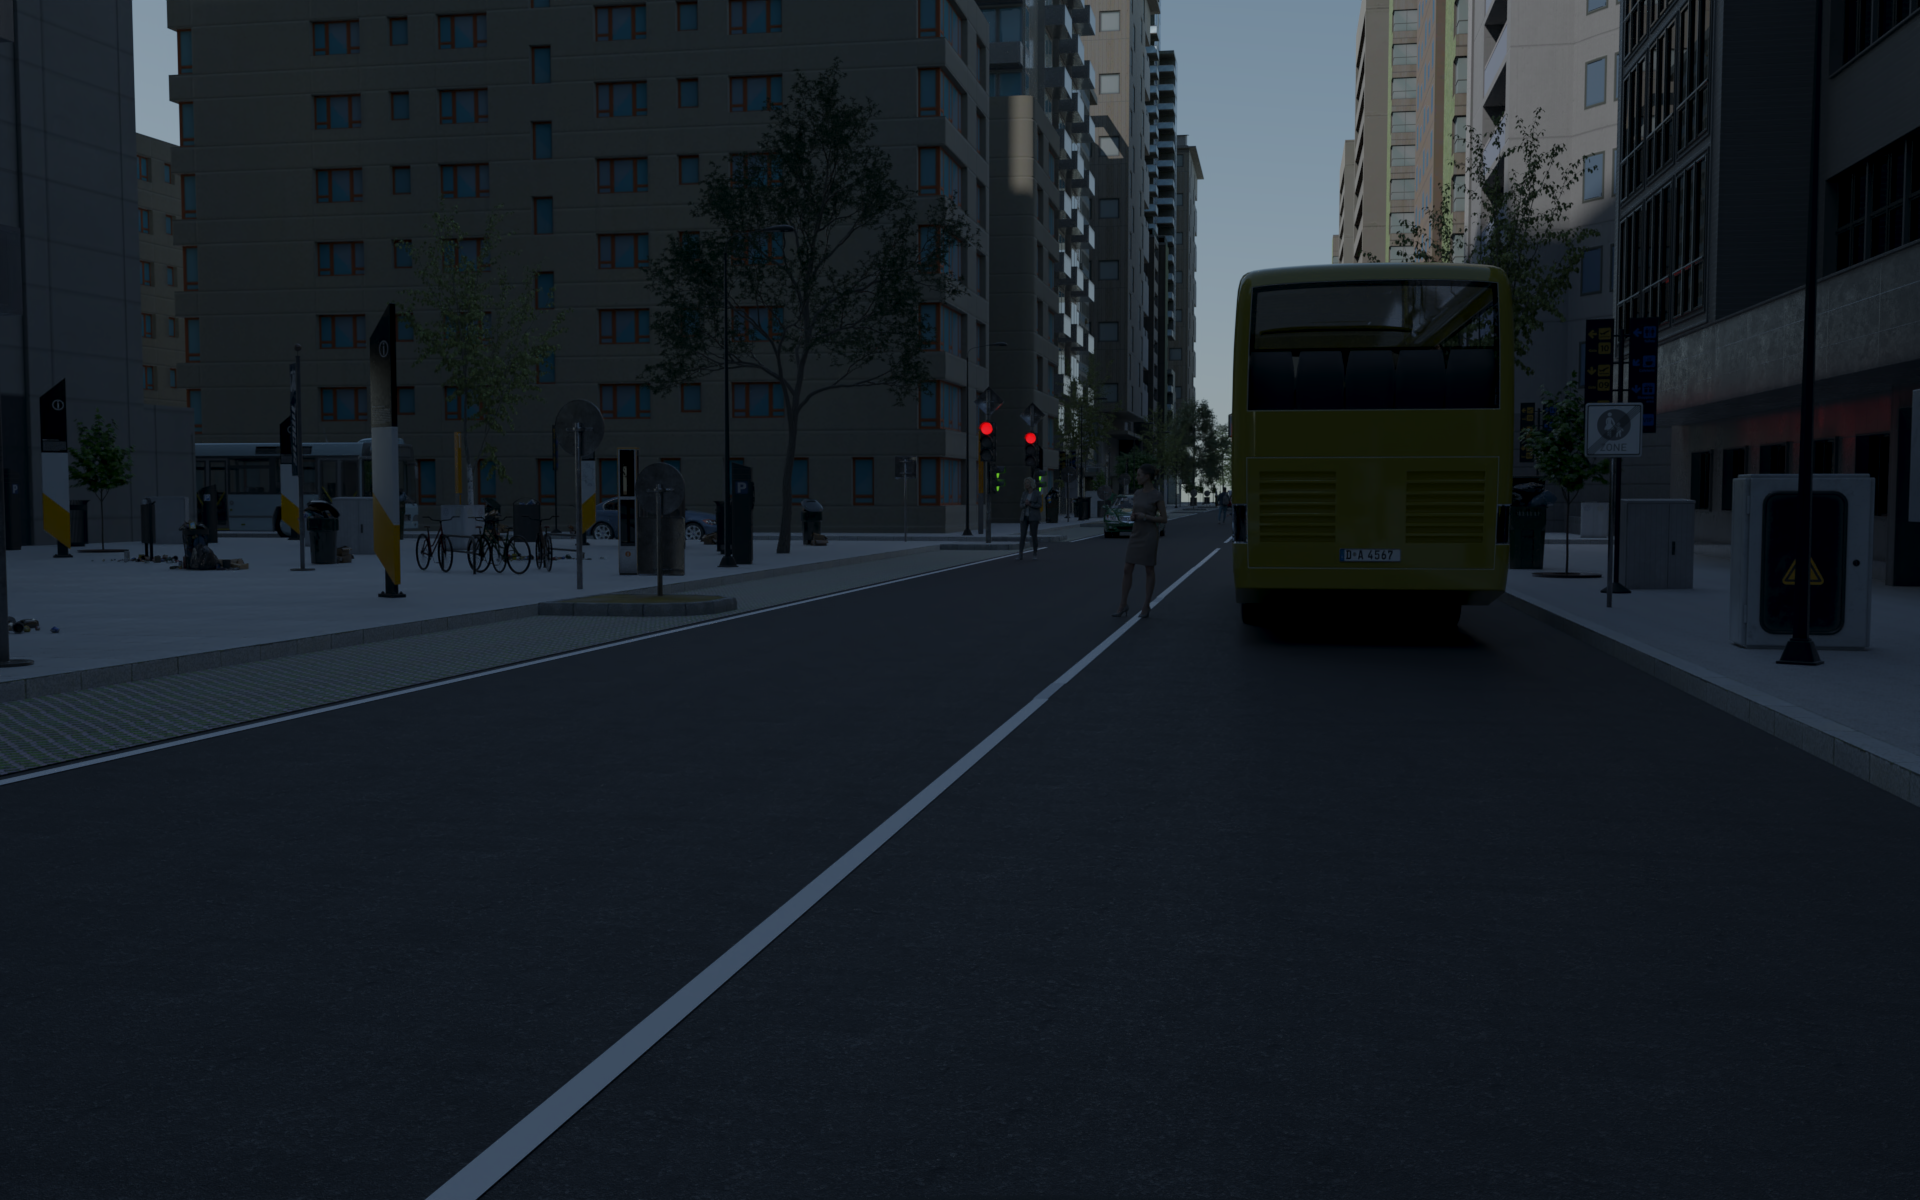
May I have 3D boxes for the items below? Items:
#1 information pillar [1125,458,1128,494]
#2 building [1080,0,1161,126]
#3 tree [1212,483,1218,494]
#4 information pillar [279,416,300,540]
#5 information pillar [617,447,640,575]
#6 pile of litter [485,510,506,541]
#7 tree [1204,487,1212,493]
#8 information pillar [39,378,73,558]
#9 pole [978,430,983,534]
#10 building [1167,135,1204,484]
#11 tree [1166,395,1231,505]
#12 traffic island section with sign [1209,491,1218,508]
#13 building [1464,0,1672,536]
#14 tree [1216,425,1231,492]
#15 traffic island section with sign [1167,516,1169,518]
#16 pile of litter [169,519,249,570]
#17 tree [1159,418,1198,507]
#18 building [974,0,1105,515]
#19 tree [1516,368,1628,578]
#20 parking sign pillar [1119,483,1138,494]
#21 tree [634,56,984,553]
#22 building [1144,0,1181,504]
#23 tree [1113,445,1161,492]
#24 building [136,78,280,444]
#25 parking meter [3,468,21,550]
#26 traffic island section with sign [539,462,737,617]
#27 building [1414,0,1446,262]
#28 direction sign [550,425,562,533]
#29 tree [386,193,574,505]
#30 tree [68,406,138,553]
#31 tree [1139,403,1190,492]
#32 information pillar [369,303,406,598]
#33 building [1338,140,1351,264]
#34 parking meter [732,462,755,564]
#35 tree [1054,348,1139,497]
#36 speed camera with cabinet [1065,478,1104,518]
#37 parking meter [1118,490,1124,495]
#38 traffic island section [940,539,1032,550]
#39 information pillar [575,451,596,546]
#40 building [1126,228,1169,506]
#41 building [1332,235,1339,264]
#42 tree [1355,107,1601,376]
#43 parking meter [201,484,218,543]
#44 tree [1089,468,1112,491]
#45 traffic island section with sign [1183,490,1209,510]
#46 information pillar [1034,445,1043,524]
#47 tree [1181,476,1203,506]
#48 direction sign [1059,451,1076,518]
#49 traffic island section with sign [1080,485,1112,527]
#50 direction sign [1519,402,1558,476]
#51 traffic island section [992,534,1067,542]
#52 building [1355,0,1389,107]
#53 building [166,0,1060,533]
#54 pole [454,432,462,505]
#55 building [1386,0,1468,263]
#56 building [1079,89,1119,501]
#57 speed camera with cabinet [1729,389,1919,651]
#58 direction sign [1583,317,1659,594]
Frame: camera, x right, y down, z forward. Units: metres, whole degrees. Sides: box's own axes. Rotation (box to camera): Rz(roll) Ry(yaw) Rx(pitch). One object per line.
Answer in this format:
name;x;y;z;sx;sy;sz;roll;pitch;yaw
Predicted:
information pillar;10.804;-7.389;112.157;0.183;3.616;0.504;-1;4;-9
building;4.022;-35.370;167.537;28.713;52.752;27.495;1;4;11
tree;38.798;-16.512;264.564;1.663;3.219;1.824;0;3;0
information pillar;-18.622;-3.474;48.154;0.504;3.616;0.183;0;4;-3
information pillar;-5.243;-1.403;27.436;0.304;2.012;0.304;0;4;-2
pile of litter;-13.058;-2.053;47.539;1.176;0.858;1.719;-2;4;-32
tree;31.627;-14.266;227.847;1.663;3.219;1.824;0;3;0
information pillar;-18.161;-2.656;34.781;0.504;3.616;0.183;-2;4;-35
pole;0.665;-3.765;55.408;0.158;3.312;0.155;0;3;0
building;21.366;-40.993;259.470;28.713;52.752;27.495;1;4;11
tree;27.154;-17.396;201.424;9.611;12.733;9.660;0;3;0
traffic island section with sign;25.432;-10.348;177.814;1.989;1.847;2.006;1;4;11
building;32.683;-31.559;57.988;28.212;58.520;21.231;1;4;11
tree;42.926;-22.392;284.227;7.486;12.596;7.792;0;3;0
traffic island section with sign;11.274;-5.704;101.893;1.989;1.847;2.006;1;4;11
pile of litter;-12.875;-0.960;29.669;1.176;0.858;1.719;-3;4;-36
tree;21.256;-13.265;167.248;4.360;8.622;3.978;0;3;0
building;-3.495;-29.897;108.420;23.786;49.044;30.456;1;4;11
tree;9.532;-1.963;26.704;1.663;3.219;1.824;0;3;0
parking sign pillar;11.997;-8.244;123.260;1.447;3.967;1.447;1;4;21
tree;-3.516;-6.273;36.970;7.601;10.594;8.767;2;4;24
building;18.582;-56.010;228.433;22.319;86.520;31.000;1;4;11
tree;11.875;-8.103;116.195;4.285;4.588;4.351;0;3;0
building;-53.975;-14.557;83.046;28.899;21.520;27.650;1;4;11
parking meter;-21.661;-2.068;39.524;0.255;1.863;0.399;0;4;4
traffic island section with sign;-3.811;-0.761;21.071;1.989;1.847;2.006;1;4;11
building;34.343;-27.612;101.569;14.600;45.320;14.200;1;4;11
direction sign;-13.319;-3.978;57.035;0.379;3.537;0.876;0;4;-4
tree;-12.083;-5.692;43.420;4.737;8.622;4.395;0;3;0
tree;-19.030;-2.659;38.081;1.663;3.219;1.824;0;3;0
tree;16.288;-11.583;139.739;4.737;8.622;4.395;0;3;0
information pillar;-7.118;-1.841;21.460;0.504;3.616;0.183;3;5;41
building;60.012;-36.700;223.753;21.300;48.544;21.600;1;4;11
parking meter;-3.953;-1.584;31.615;0.399;1.863;0.255;0;4;0
tree;6.212;-8.420;88.023;4.737;8.622;4.395;0;3;0
speed camera with cabinet;6.647;-5.996;92.368;2.038;3.252;0.660;0;4;7
parking meter;10.279;-6.248;110.559;0.372;1.533;0.369;0;3;0
traffic island section;0.721;-1.411;45.353;2.009;0.180;2.903;1;4;11
information pillar;-9.343;-3.168;43.151;0.504;3.616;0.183;0;4;0
building;14.996;-25.432;187.510;14.160;30.474;14.107;1;4;11
building;65.426;-36.028;272.644;14.154;41.232;14.086;1;4;11
tree;10.030;-5.059;33.085;4.737;8.622;4.395;0;3;0
parking meter;-19.649;-2.259;45.338;0.372;1.533;0.369;0;3;0
tree;10.187;-8.044;126.120;1.663;3.219;1.824;0;3;0
traffic island section with sign;20.486;-8.727;151.315;1.989;1.847;2.006;1;4;11
information pillar;3.369;-5.115;74.991;0.504;3.616;0.183;-2;4;-31
tree;28.357;-13.277;211.687;1.663;3.219;1.824;0;3;0
direction sign;5.693;-6.099;91.710;0.876;3.537;0.379;0;4;-4
traffic island section with sign;6.301;-4.075;75.248;1.989;1.847;2.006;1;4;11
direction sign;14.287;-3.109;42.836;0.876;3.537;0.379;2;4;26
traffic island section;2.185;-1.891;53.203;2.009;0.180;2.903;1;4;11
building;46.453;-32.481;154.766;21.300;48.544;21.600;1;4;11
building;-11.421;-13.911;72.480;27.650;21.520;28.899;1;4;11
pole;-16.480;-3.858;56.921;0.158;3.312;0.155;0;3;0
building;40.858;-27.749;137.289;14.154;41.232;14.086;1;4;11
building;-2.303;-27.546;142.265;32.217;40.220;23.993;1;4;11
speed camera with cabinet;7.522;-1.219;14.269;2.038;3.252;0.660;1;4;13
direction sign;8.514;-1.858;22.376;0.876;3.537;0.379;2;4;23
